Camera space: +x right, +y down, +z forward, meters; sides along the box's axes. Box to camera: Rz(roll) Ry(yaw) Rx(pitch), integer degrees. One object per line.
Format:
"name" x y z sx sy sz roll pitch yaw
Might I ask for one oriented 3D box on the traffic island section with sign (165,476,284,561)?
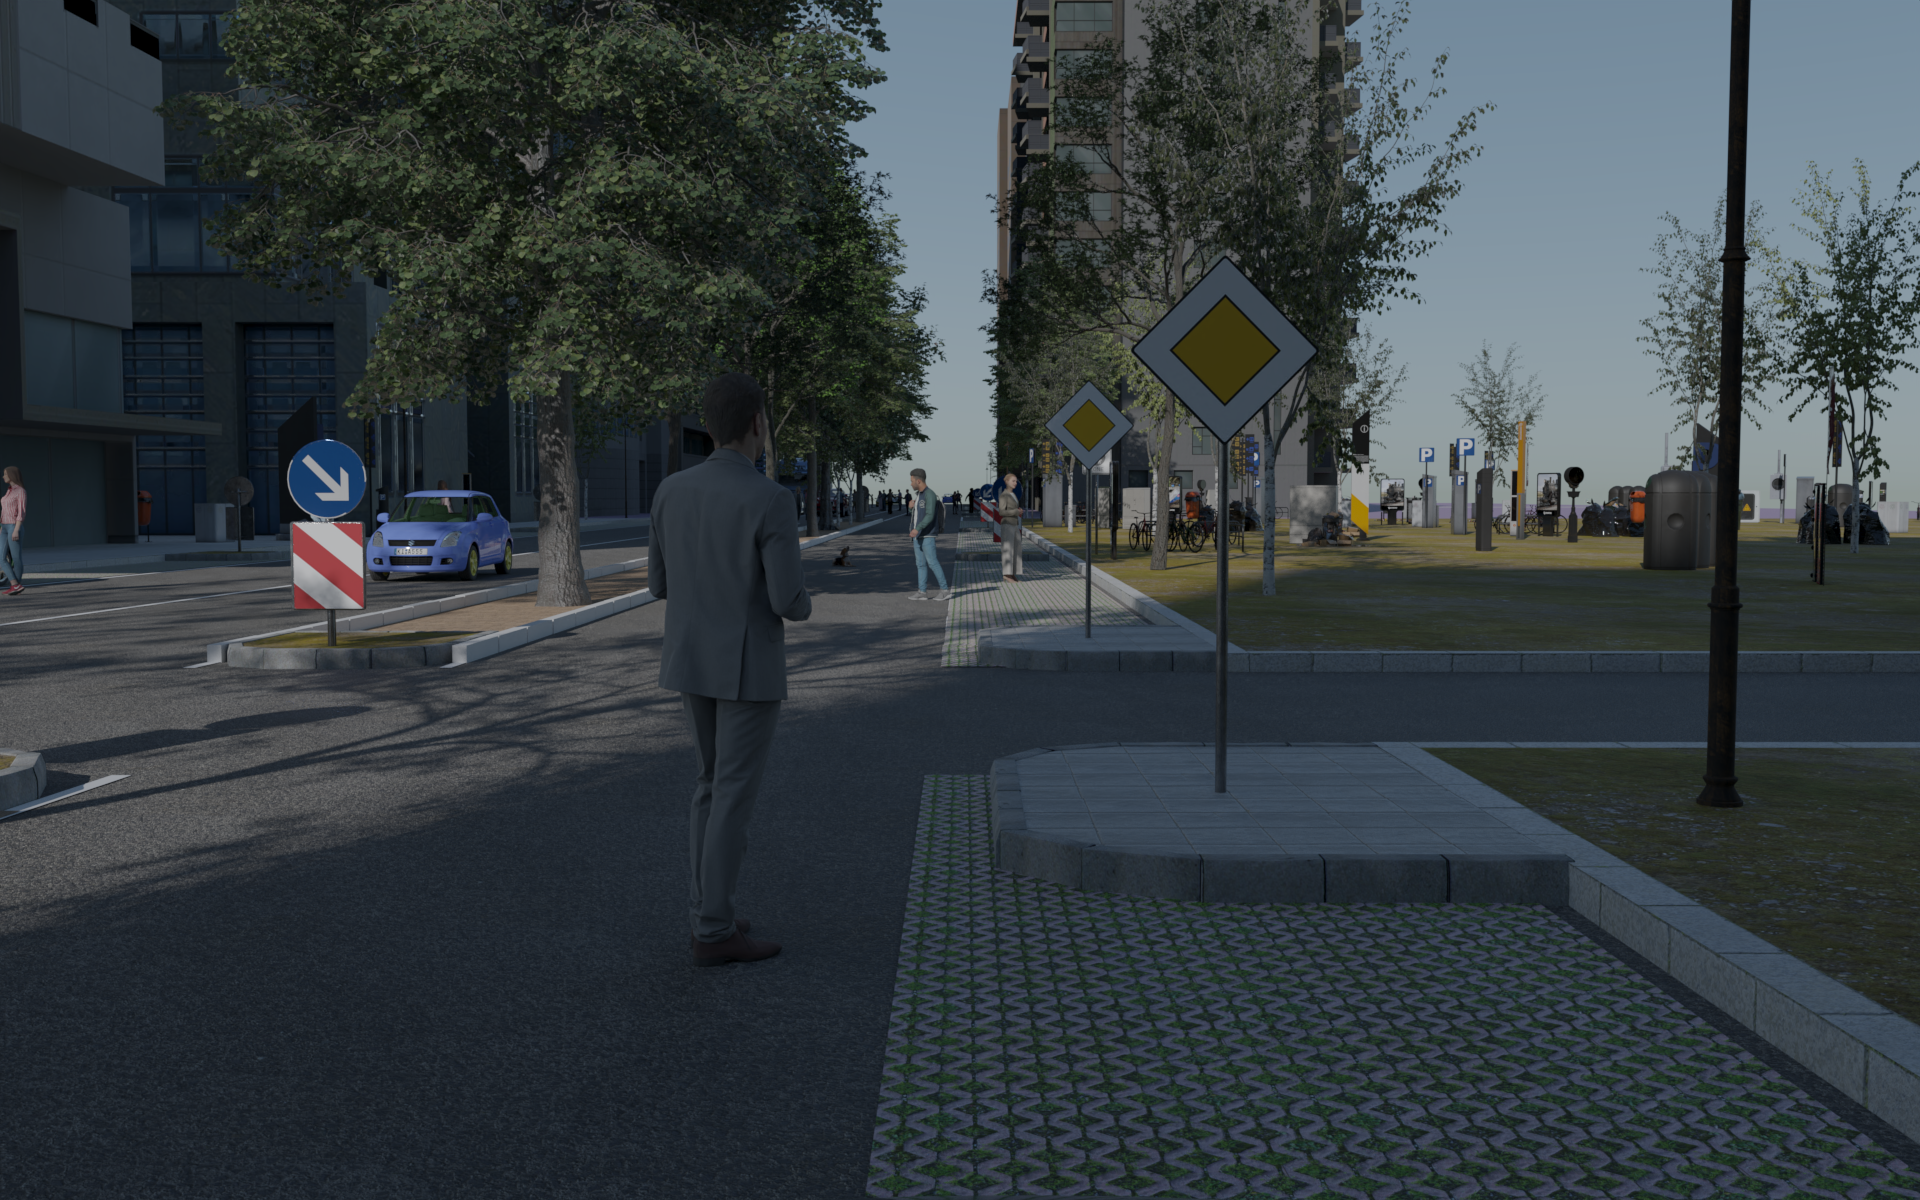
"traffic island section with sign" -15.922 -1.782 37.766 1.989 1.847 2.006 0 4 0

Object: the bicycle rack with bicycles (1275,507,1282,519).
"bicycle rack with bicycles" 5.913 -1.823 43.193 2.925 0.926 2.852 -3 5 -41

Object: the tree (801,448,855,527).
"tree" -5.100 -7.782 80.063 4.737 8.622 4.395 0 3 0

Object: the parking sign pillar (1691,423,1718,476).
"parking sign pillar" 28.203 -4.687 65.109 1.447 3.967 1.447 -3 4 -36

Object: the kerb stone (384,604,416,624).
"kerb stone" -6.321 0.184 19.317 0.120 0.150 1.000 0 4 0

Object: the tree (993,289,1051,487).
"tree" 3.479 -6.583 58.002 4.360 8.622 3.978 0 3 0

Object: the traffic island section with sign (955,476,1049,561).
"traffic island section with sign" 0.899 -1.771 37.584 1.989 1.847 2.006 0 4 0

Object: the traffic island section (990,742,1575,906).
"traffic island section" 1.143 0.906 7.472 2.009 0.180 2.903 0 4 0

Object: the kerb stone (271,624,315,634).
"kerb stone" -6.326 0.366 16.248 0.120 0.150 1.000 0 4 0

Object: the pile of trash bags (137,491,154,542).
"pile of trash bags" -23.086 -2.239 46.358 3.447 1.369 1.912 1 4 15

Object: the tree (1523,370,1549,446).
"tree" 25.682 -8.095 82.717 4.360 8.622 3.978 0 3 0

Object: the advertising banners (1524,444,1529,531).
"advertising banners" 19.520 -3.898 59.920 0.090 3.025 2.074 2 4 26

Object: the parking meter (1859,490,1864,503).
"parking meter" 44.146 -4.685 85.005 0.372 1.533 0.369 0 3 0

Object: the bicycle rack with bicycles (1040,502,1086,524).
"bicycle rack with bicycles" 5.129 -4.020 79.108 2.852 0.926 2.925 2 4 29

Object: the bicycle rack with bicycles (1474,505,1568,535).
"bicycle rack with bicycles" 18.002 -2.577 55.512 2.925 0.926 2.852 1 4 16

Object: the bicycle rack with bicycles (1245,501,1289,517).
"bicycle rack with bicycles" 15.507 -4.652 89.447 2.925 0.926 2.852 -1 4 -20

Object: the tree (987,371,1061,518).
"tree" 3.751 -8.640 91.619 4.737 8.622 4.395 0 3 0

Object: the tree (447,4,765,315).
"tree" -5.364 -5.772 31.236 8.767 10.594 7.601 0 4 0

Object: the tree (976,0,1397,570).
"tree" 3.688 -5.777 28.870 7.601 10.594 8.767 1 4 9

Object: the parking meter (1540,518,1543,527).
"parking meter" 22.452 -3.732 66.727 0.255 1.863 0.399 0 4 2

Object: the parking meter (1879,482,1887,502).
"parking meter" 45.682 -4.895 85.744 0.255 1.863 0.399 3 4 39

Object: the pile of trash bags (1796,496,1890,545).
"pile of trash bags" 23.364 -2.119 44.394 3.447 1.369 1.912 2 4 25

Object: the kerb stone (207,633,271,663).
"kerb stone" -6.336 0.427 15.216 0.120 0.150 1.000 0 4 0

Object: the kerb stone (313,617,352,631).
"kerb stone" -6.329 0.303 17.270 0.120 0.150 1.000 0 4 0

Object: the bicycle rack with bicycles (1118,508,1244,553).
"bicycle rack with bicycles" 5.155 -1.555 38.807 2.852 0.926 2.925 0 4 -5

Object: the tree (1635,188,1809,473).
"tree" 18.553 -5.642 42.614 4.360 8.622 3.978 0 3 0

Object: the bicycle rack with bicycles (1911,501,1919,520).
"bicycle rack with bicycles" 47.606 -4.332 84.205 2.852 0.926 2.925 3 4 39

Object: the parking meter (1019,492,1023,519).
"parking meter" 3.090 -4.979 89.813 0.372 1.533 0.369 0 3 0

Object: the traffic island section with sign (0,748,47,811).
"traffic island section with sign" -5.315 0.025 7.727 2.006 1.907 1.989 0 4 0

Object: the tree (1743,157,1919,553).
"tree" 19.145 -5.313 37.227 4.737 8.622 4.395 0 3 0

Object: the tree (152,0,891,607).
"tree" -5.068 -6.883 21.656 9.857 13.997 8.962 0 3 0

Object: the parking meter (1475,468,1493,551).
"parking meter" 11.790 -2.034 38.960 0.255 1.863 0.399 0 4 -4

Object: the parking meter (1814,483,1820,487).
"parking meter" 43.920 -5.081 88.793 0.399 1.863 0.255 -3 5 -40

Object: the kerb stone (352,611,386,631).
"kerb stone" -6.324 0.242 18.295 0.120 0.150 1.000 0 4 0

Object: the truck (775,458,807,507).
"truck" -12.357 -8.885 135.034 2.967 4.110 18.799 0 4 -2

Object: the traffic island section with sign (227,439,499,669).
"traffic island section with sign" -5.287 -0.428 15.134 2.006 1.907 1.989 0 4 0

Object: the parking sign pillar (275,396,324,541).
"parking sign pillar" -18.283 -3.648 48.109 1.447 3.967 1.447 1 4 23

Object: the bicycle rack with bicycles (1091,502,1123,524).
"bicycle rack with bicycles" 7.198 -3.430 69.462 2.925 0.926 2.852 -2 4 -32

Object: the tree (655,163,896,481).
"tree" -5.298 -7.310 47.739 9.928 11.665 9.643 0 3 0

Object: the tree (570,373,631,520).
"tree" -18.631 -8.326 86.488 4.737 8.622 4.395 0 3 0

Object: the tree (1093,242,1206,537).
"tree" 6.079 -6.200 51.732 4.737 8.622 4.395 0 3 0

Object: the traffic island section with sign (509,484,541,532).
"traffic island section with sign" -15.849 -3.469 65.338 1.989 1.847 2.006 0 4 0

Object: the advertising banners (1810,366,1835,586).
"advertising banners" 12.255 -1.737 24.595 0.090 3.025 2.074 1 4 22

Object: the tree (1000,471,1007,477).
"tree" 3.629 -9.087 143.181 1.663 3.219 1.824 0 3 0

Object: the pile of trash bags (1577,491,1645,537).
"pile of trash bags" 19.840 -2.577 51.879 1.912 1.369 3.447 0 4 2

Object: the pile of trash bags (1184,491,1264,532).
"pile of trash bags" 8.791 -3.017 59.084 1.912 1.369 3.447 3 5 43

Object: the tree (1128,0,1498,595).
"tree" 4.115 -4.356 21.579 4.360 8.622 3.978 0 3 0

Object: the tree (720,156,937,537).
"tree" -4.815 -8.338 56.918 7.486 12.596 7.792 0 3 0

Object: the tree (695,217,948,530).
"tree" -5.282 -9.076 67.851 9.611 12.733 9.660 0 3 0

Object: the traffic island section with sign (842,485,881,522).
"traffic island section with sign" -5.107 -5.024 90.272 2.006 1.907 1.989 0 4 0

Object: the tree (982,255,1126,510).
"tree" 4.398 -10.051 82.459 7.486 12.596 7.792 0 3 0

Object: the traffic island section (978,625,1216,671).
"traffic island section" 1.163 0.417 15.457 2.009 0.180 2.903 0 4 0

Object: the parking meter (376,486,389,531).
"parking meter" -17.532 -2.701 52.571 0.372 1.533 0.369 0 3 0
